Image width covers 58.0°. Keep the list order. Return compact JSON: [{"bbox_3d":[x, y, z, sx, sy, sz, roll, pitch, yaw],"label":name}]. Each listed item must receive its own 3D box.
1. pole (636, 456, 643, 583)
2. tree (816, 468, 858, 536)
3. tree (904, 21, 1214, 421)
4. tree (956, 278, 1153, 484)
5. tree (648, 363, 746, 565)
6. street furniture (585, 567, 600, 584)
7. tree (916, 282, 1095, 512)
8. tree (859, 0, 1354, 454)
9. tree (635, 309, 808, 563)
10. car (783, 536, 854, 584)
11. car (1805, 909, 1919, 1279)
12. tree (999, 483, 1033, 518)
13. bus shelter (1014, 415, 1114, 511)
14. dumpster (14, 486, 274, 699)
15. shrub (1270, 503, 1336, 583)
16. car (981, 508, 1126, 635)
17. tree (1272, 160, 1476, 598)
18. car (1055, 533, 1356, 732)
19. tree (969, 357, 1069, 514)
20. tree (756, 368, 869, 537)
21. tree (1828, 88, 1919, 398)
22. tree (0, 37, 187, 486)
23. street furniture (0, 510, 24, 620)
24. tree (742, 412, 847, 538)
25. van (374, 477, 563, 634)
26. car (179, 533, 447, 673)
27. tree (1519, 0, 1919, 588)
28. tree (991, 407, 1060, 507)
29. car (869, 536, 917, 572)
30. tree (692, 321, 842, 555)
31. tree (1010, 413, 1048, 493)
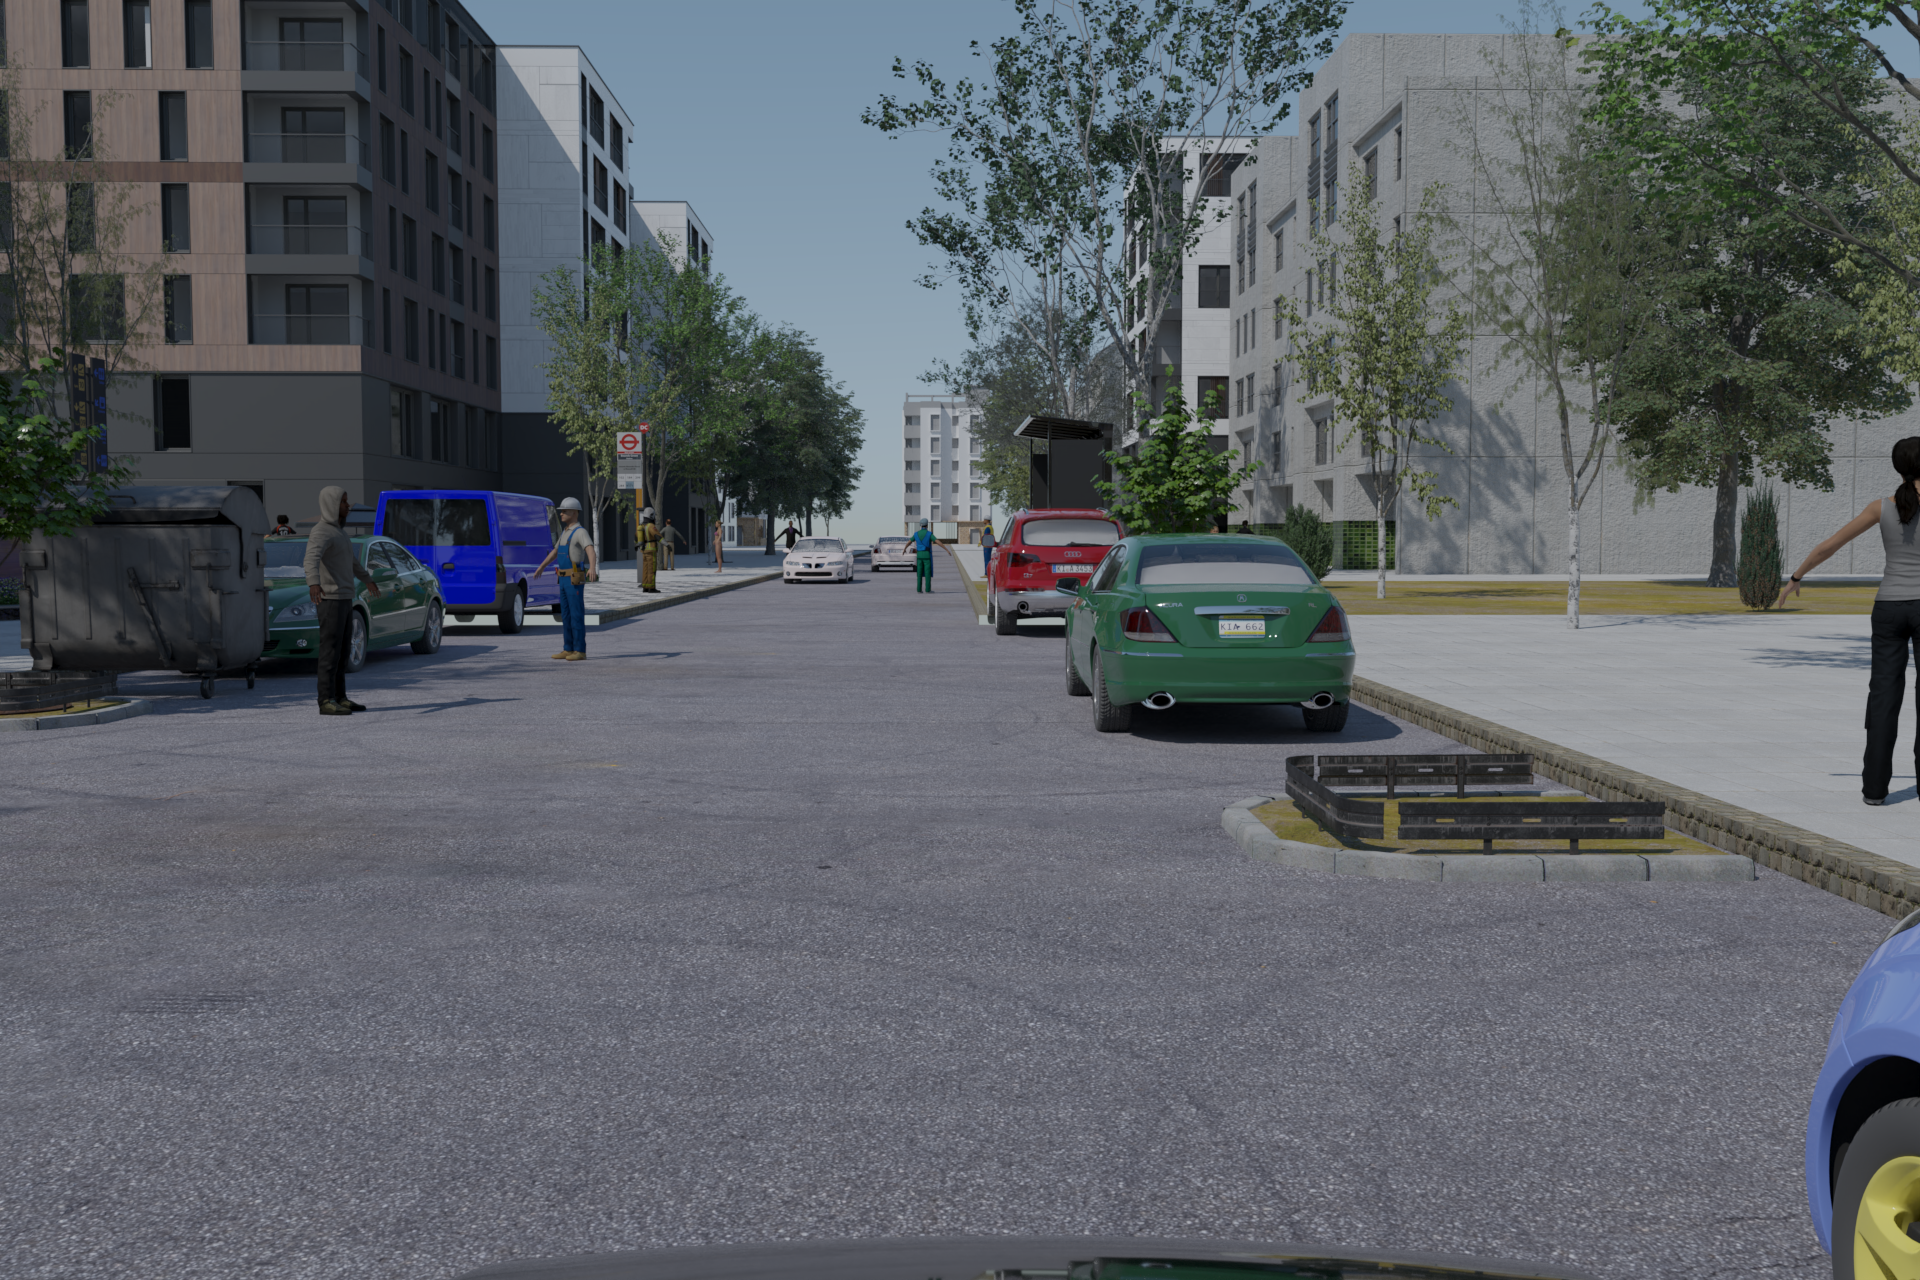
[{"bbox_3d":[-8.345,-3.138,45.156,0.158,3.312,0.155,0,3,0],"label":"pole"},{"bbox_3d":[-16.903,-17.958,219.372,9.928,11.665,9.643,0,3,0],"label":"tree"},{"bbox_3d":[3.088,-12.916,67.059,12.611,20.169,13.585,0,3,0],"label":"tree"},{"bbox_3d":[4.764,-10.554,82.921,12.009,13.543,11.850,0,3,0],"label":"tree"},{"bbox_3d":[-10.487,-7.374,70.921,4.737,8.622,4.395,0,3,0],"label":"tree"},{"bbox_3d":[-14.342,-1.717,43.696,10.072,0.657,5.734,0,4,-5],"label":"street furniture"},{"bbox_3d":[2.987,-16.890,132.033,12.611,20.169,13.585,0,3,0],"label":"tree"},{"bbox_3d":[4.046,-11.825,49.233,12.611,20.169,13.585,0,3,0],"label":"tree"},{"bbox_3d":[-10.719,-9.278,77.451,9.928,11.665,9.643,0,3,0],"label":"tree"},{"bbox_3d":[-4.166,-2.391,51.448,2.083,1.381,4.827,0,4,0],"label":"car"},{"bbox_3d":[2.275,0.498,1.449,1.945,1.707,3.694,0,4,-1],"label":"car"},{"bbox_3d":[8.482,-17.451,219.740,7.601,10.594,8.767,0,4,3],"label":"tree"},{"bbox_3d":[2.182,-2.811,37.240,1.731,3.624,6.357,0,4,-1],"label":"bus shelter"},{"bbox_3d":[-7.260,-0.444,15.475,1.865,1.857,1.264,0,4,-1],"label":"dumpster"},{"bbox_3d":[8.041,-2.263,41.035,1.661,2.075,1.752,0,3,0],"label":"shrub"},{"bbox_3d":[1.476,-1.063,26.058,2.281,1.827,5.304,0,4,-1],"label":"car"},{"bbox_3d":[8.298,-5.120,34.069,4.737,8.622,4.395,0,3,0],"label":"tree"},{"bbox_3d":[1.873,-0.133,13.971,2.131,1.459,4.920,0,4,-1],"label":"car"},{"bbox_3d":[4.039,-11.813,111.266,7.486,12.596,7.792,0,3,0],"label":"tree"},{"bbox_3d":[-11.773,-13.842,132.969,9.857,13.997,8.962,0,3,0],"label":"tree"},{"bbox_3d":[16.087,-4.753,28.080,4.737,8.622,4.395,0,3,0],"label":"tree"},{"bbox_3d":[-13.872,-4.669,26.695,4.360,8.622,3.978,0,3,0],"label":"tree"},{"bbox_3d":[-16.470,-1.245,27.217,11.010,1.723,9.812,2,4,25],"label":"street furniture"},{"bbox_3d":[-11.223,-11.333,119.702,7.601,10.594,8.767,1,4,22],"label":"tree"},{"bbox_3d":[-7.279,-1.354,26.521,2.240,2.365,5.245,0,4,-1],"label":"van"},{"bbox_3d":[-7.160,-0.461,19.340,2.131,1.459,4.920,0,4,-1],"label":"car"},{"bbox_3d":[18.492,-8.252,41.583,9.857,13.997,8.962,0,3,0],"label":"tree"},{"bbox_3d":[3.867,-8.705,92.690,4.737,8.622,4.395,0,3,0],"label":"tree"},{"bbox_3d":[-2.468,-3.317,66.587,2.083,1.381,4.827,0,4,-2],"label":"car"},{"bbox_3d":[-11.554,-12.131,104.992,9.857,13.997,8.962,0,3,0],"label":"tree"},{"bbox_3d":[4.399,-9.163,100.172,4.360,8.622,3.978,0,3,0],"label":"tree"}]
